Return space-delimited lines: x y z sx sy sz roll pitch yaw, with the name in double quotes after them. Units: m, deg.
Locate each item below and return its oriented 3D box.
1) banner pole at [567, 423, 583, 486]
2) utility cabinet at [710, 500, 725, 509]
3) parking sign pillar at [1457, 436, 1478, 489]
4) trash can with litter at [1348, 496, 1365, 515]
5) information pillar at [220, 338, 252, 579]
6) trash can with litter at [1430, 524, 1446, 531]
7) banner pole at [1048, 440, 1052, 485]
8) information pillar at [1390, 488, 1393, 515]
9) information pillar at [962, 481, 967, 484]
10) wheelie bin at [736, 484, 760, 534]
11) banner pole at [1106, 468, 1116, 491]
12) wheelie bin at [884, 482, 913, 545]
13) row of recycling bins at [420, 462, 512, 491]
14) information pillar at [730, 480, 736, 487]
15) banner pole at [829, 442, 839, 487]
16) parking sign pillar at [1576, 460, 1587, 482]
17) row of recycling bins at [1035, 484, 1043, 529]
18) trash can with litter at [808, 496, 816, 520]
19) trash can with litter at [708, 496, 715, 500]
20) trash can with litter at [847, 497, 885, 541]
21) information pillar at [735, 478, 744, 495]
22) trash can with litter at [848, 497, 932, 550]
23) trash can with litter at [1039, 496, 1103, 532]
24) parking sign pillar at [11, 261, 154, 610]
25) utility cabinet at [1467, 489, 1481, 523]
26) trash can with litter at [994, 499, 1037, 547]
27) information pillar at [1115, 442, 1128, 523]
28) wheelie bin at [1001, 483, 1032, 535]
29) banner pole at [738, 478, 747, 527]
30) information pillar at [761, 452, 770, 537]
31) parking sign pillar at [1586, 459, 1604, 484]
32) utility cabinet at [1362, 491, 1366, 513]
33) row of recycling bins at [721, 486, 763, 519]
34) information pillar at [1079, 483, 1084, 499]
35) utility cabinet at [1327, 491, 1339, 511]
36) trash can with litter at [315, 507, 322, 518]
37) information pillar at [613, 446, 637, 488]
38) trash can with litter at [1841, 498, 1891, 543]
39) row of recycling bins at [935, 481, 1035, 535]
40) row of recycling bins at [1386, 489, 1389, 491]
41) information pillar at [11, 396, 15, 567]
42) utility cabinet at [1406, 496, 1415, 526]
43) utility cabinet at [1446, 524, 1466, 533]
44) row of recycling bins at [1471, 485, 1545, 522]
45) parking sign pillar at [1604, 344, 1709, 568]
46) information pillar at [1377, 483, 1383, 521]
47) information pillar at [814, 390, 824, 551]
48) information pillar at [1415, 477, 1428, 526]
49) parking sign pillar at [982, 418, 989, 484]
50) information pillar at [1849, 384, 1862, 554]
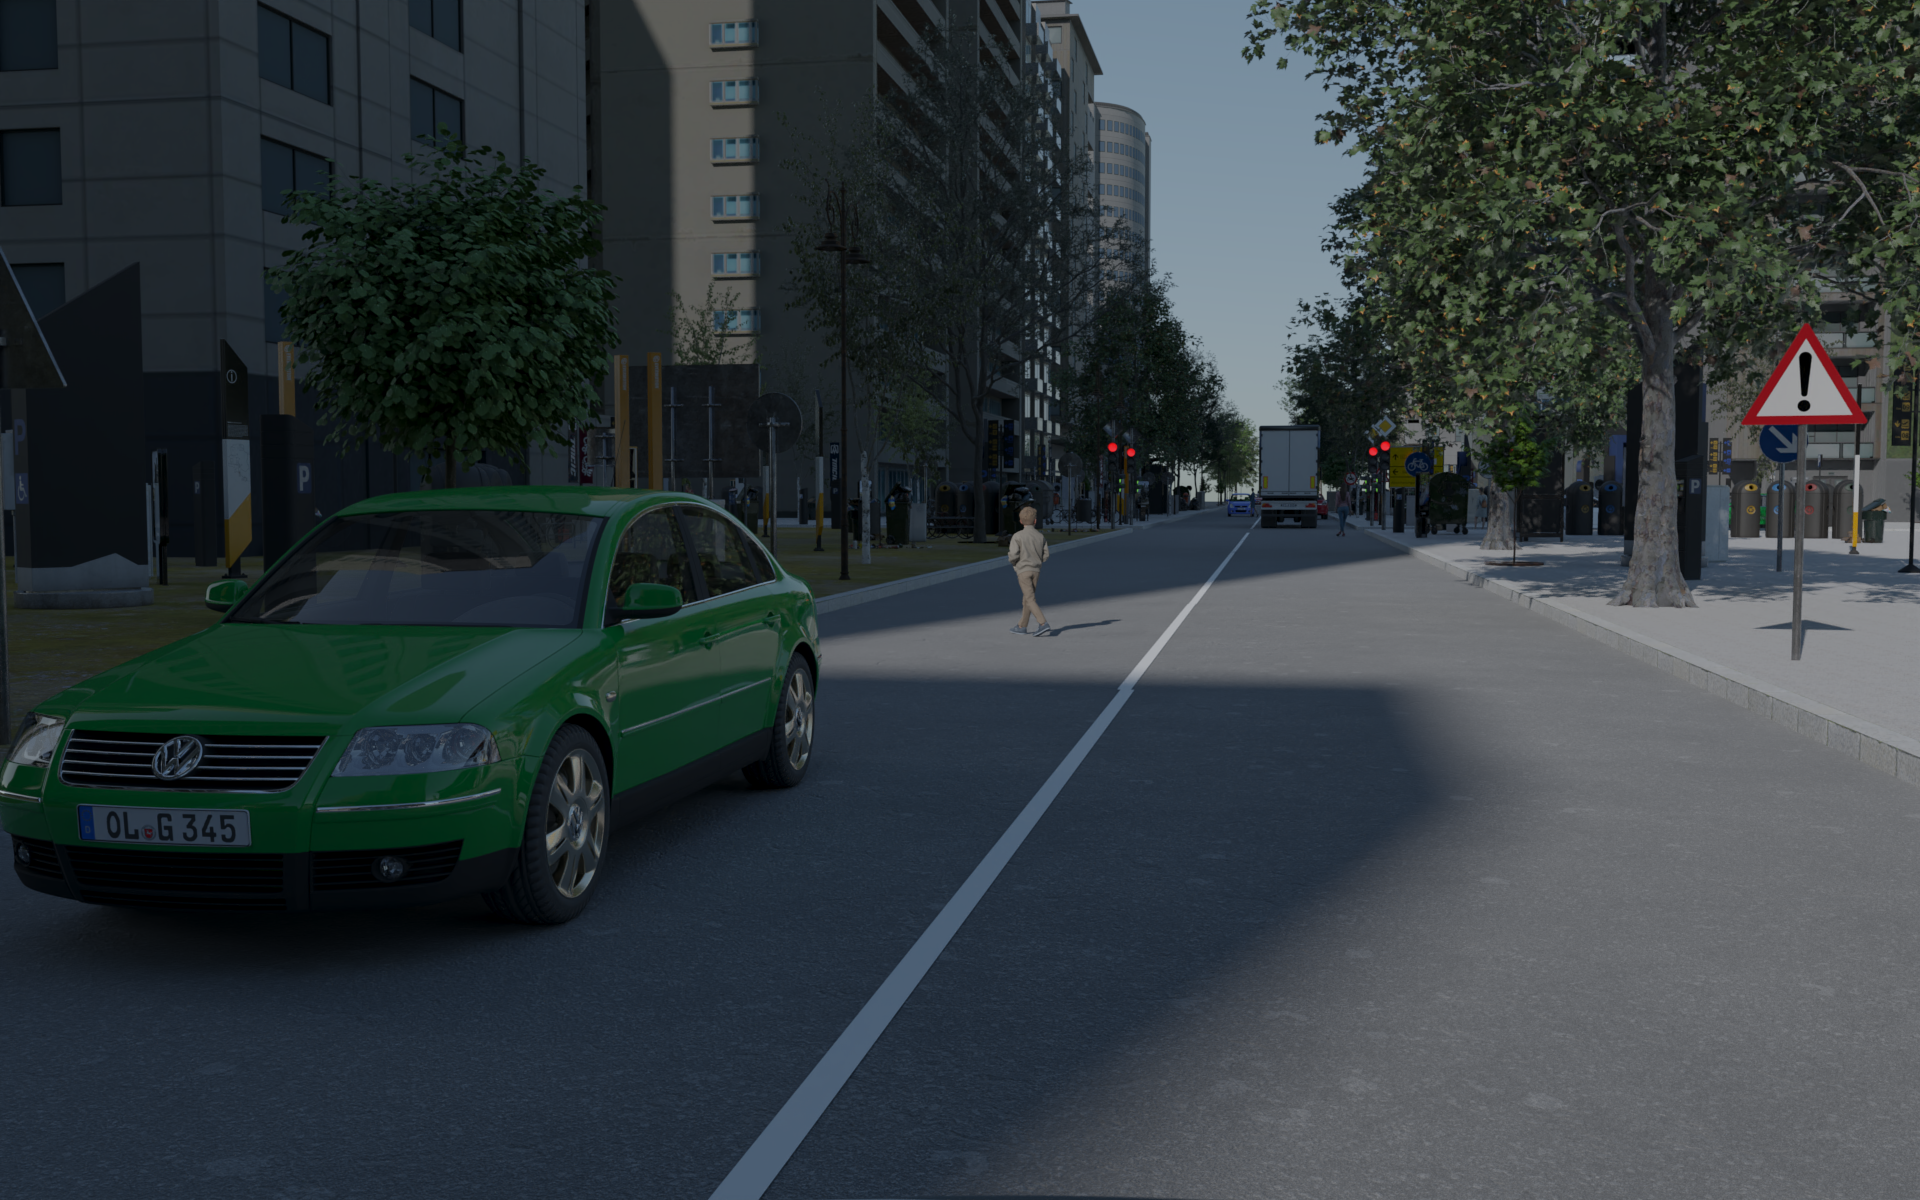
-10.417 -3.488 47.050 0.401 3.779 0.863 1 4 22 "banner pole"
-3.197 -0.522 19.691 1.020 1.237 0.306 1 4 16 "utility cabinet"
22.791 -5.495 78.314 1.447 3.967 1.447 1 4 8 "parking sign pillar"
23.866 -5.688 104.384 1.055 1.170 0.624 -1 4 -8 "trash can with litter"
-11.025 -2.141 26.364 0.183 3.616 0.504 1 4 20 "information pillar"
16.985 -3.022 60.803 1.055 1.170 0.624 -2 4 -32 "trash can with litter"
4.178 -5.532 80.472 0.401 3.779 0.863 -1 4 -9 "banner pole"
25.938 -6.070 103.740 0.304 2.012 0.304 0 4 -1 "information pillar"
0.266 -5.862 100.330 0.304 2.012 0.304 0 4 1 "information pillar"
-6.827 -2.929 55.804 0.693 1.594 0.980 -1 4 -23 "wheelie bin"
12.348 -9.443 144.408 0.401 3.779 0.863 3 5 42 "banner pole"
-1.555 -2.209 44.023 0.693 1.594 0.980 0 4 4 "wheelie bin"
-6.496 -0.976 23.068 1.069 1.692 3.534 -1 4 -9 "row of recycling bins"
-11.706 -5.222 89.867 0.304 2.012 0.304 -3 5 -39 "information pillar"
-5.178 -5.109 73.545 0.863 3.779 0.401 2 4 24 "banner pole"
35.694 -6.776 99.254 1.447 3.967 1.447 2 4 35 "parking sign pillar"
1.275 -3.452 63.549 3.534 1.692 1.069 0 4 -8 "row of recycling bins"
-7.343 -4.463 84.353 0.624 1.170 1.055 3 5 41 "trash can with litter"
-11.857 -4.268 80.841 1.678 1.210 2.233 1 4 20 "trash can with litter"
-2.597 -2.227 47.798 0.624 1.170 1.055 3 5 40 "trash can with litter"
-9.644 -5.200 76.366 0.504 3.616 0.183 0 4 3 "information pillar"
-1.734 -1.823 40.869 2.233 1.210 1.678 -1 4 -9 "trash can with litter"
3.822 -2.925 58.880 2.233 1.210 1.678 0 4 4 "trash can with litter"
-10.069 -1.917 19.811 1.447 3.967 1.447 3 5 41 "parking sign pillar"
22.198 -4.088 75.521 1.173 1.500 0.318 -2 4 -25 "utility cabinet"
1.342 -1.883 42.180 1.055 1.170 0.624 2 4 26 "trash can with litter"
7.264 -5.254 77.262 0.504 3.616 0.183 1 4 19 "information pillar"
1.659 -2.546 49.537 0.980 1.594 0.693 -3 4 -37 "wheelie bin"
-6.103 -3.587 48.664 0.401 3.779 0.863 -2 4 -25 "banner pole"
-5.753 -3.666 51.295 0.183 3.616 0.504 -1 4 -18 "information pillar"
21.862 -4.203 57.186 1.447 3.967 1.447 -2 4 -29 "parking sign pillar"
29.707 -7.416 129.930 1.173 1.500 0.318 -1 4 -18 "utility cabinet"
-10.948 -4.902 87.257 1.069 1.692 3.534 2 4 25 "row of recycling bins"
7.890 -6.602 112.430 0.304 2.012 0.304 -1 4 -15 "information pillar"
27.545 -7.268 127.508 1.173 1.500 0.318 -2 4 -28 "utility cabinet"
-13.839 -1.504 35.977 0.624 1.170 1.055 1 4 23 "trash can with litter"
-5.184 -1.367 26.844 0.304 2.012 0.304 -2 4 -29 "information pillar"
23.629 -2.066 45.173 1.055 1.170 0.624 0 4 0 "trash can with litter"
0.619 -2.960 55.501 3.534 1.692 1.069 3 5 41 "row of recycling bins"
29.196 -6.886 119.694 1.069 1.692 3.534 1 4 15 "row of recycling bins"
-16.589 -2.391 30.439 0.183 3.616 0.504 -2 4 -28 "information pillar"
18.554 -3.593 69.903 1.020 1.237 0.306 1 4 22 "utility cabinet"
16.669 -2.873 58.138 0.306 1.237 1.020 0 4 -7 "utility cabinet"
24.988 -4.467 80.147 3.534 1.692 1.069 0 4 0 "row of recycling bins"
12.474 -2.575 30.580 1.447 3.967 1.447 -3 5 -43 "parking sign pillar"
19.786 -5.499 81.264 0.183 3.616 0.504 0 4 -7 "information pillar"
-3.148 -2.898 38.736 0.183 3.616 0.504 -1 4 -15 "information pillar"
15.155 -3.204 56.872 0.304 2.012 0.304 -2 4 -34 "information pillar"
0.783 -4.446 61.163 1.447 3.967 1.447 0 4 -1 "parking sign pillar"
19.161 -2.793 37.016 0.183 3.616 0.504 2 4 24 "information pillar"
